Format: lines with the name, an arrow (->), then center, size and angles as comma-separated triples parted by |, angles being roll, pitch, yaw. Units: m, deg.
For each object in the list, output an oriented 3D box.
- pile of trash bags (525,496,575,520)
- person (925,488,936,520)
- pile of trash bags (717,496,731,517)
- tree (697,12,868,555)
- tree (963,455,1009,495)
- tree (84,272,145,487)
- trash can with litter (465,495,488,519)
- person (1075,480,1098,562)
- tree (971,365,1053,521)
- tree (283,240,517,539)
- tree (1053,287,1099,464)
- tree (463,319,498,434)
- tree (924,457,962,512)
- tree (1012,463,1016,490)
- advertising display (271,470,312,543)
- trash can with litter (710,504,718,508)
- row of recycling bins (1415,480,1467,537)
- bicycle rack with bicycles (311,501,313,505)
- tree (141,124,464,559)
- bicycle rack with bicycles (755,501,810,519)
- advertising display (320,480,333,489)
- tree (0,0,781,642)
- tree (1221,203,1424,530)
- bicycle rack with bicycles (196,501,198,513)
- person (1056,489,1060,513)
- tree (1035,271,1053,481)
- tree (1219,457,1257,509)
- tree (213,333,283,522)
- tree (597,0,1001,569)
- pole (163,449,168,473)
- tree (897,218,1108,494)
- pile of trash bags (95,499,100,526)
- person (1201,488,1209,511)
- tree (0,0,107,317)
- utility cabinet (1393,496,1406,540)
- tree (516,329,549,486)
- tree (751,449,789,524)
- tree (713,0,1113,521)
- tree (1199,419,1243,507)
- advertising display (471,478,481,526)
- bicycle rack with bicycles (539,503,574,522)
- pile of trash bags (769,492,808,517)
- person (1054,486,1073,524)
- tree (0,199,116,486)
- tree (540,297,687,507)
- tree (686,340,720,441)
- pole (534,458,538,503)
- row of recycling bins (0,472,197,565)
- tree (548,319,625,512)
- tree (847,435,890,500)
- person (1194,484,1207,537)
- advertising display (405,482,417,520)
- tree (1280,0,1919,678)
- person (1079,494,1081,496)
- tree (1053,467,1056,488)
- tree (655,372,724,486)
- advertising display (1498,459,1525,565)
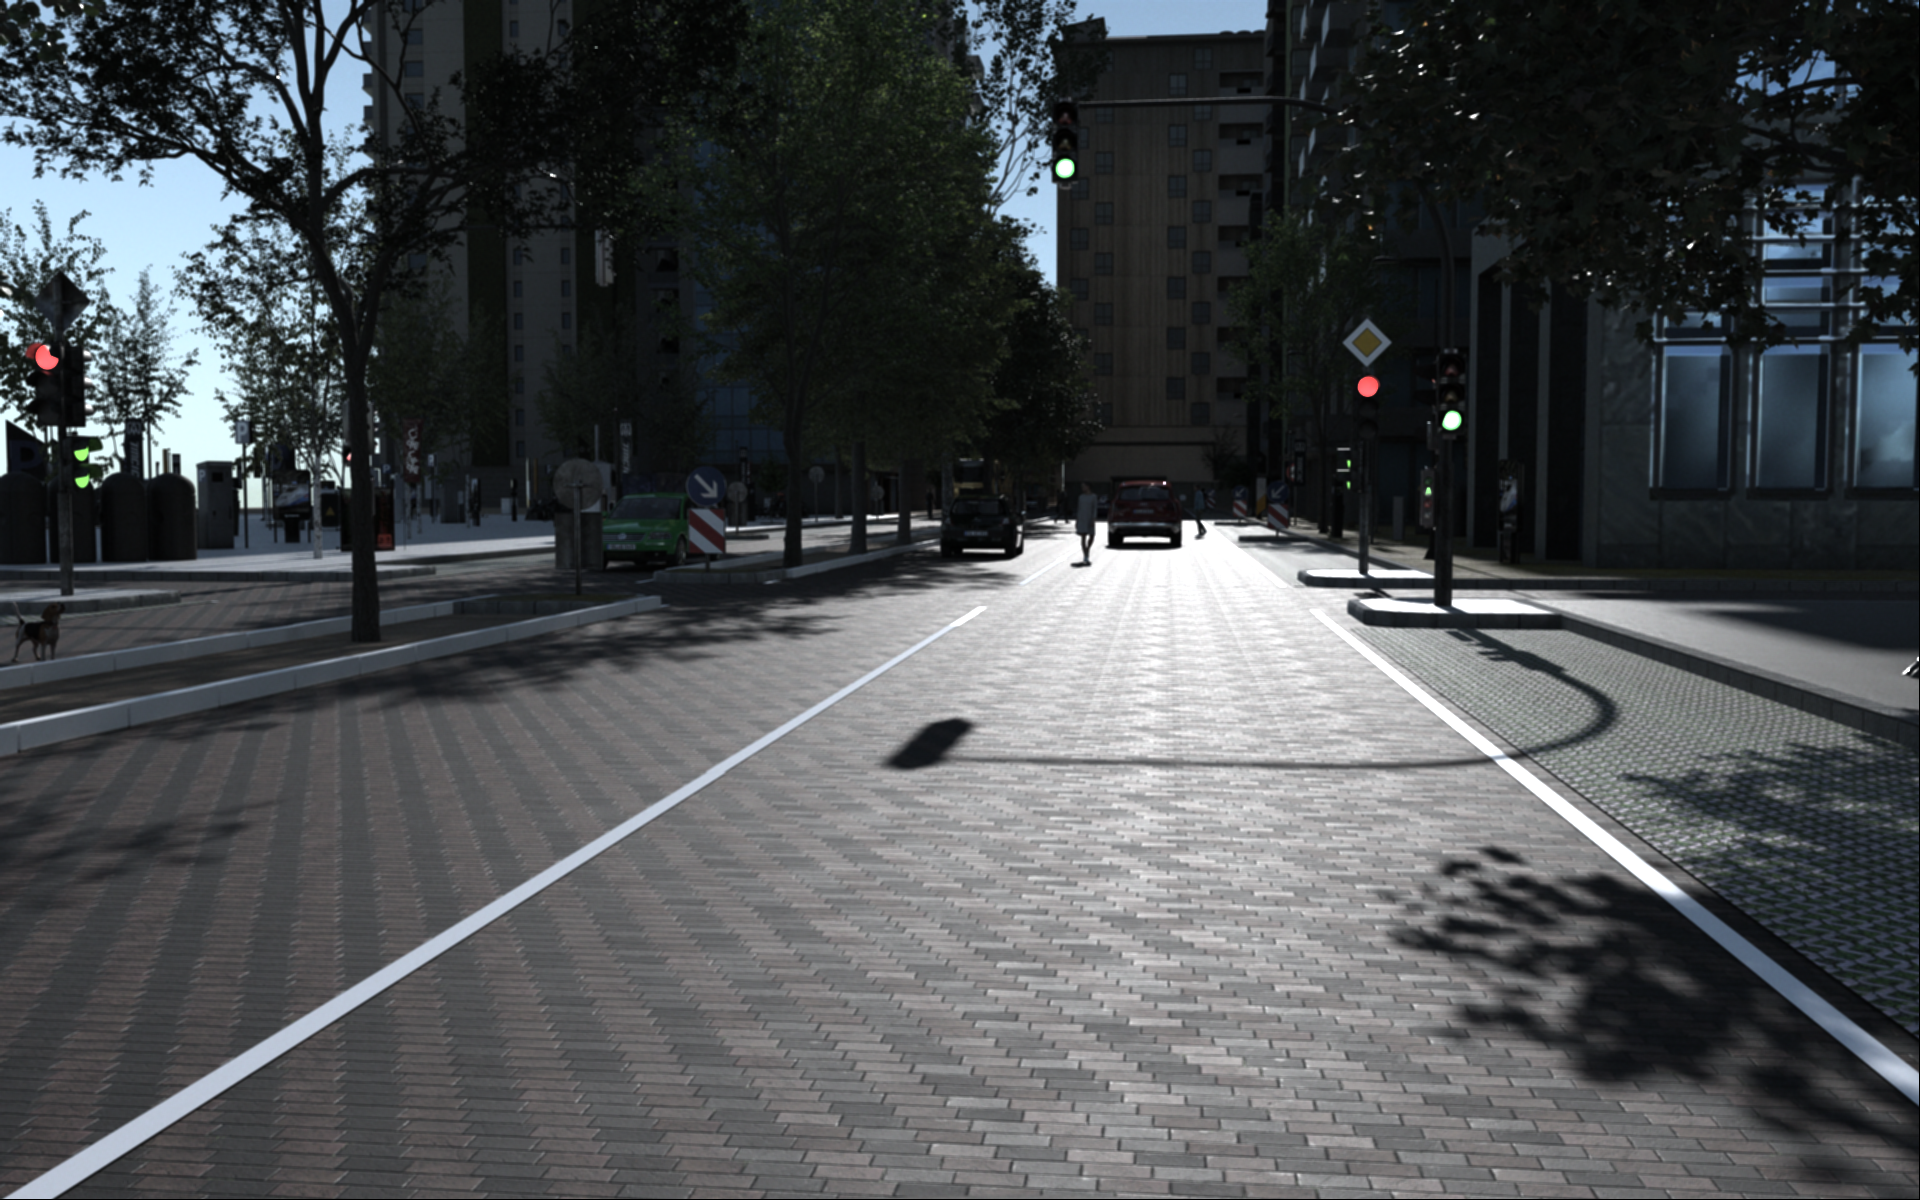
pile of trash bags -> -19.841, -4.629, 85.435 | 1.912, 1.369, 3.447 | 1, 4, 21
person -> -1.664, -5.429, 97.690 | 0.534, 1.772, 0.576 | 2, 4, 27
pile of trash bags -> -13.470, -5.304, 96.480 | 1.912, 1.369, 3.447 | 0, 4, -1
tree -> -2.459, -7.369, 41.062 | 7.486, 12.596, 7.792 | 0, 3, 0
tree -> 1.268, -12.271, 150.988 | 4.360, 8.622, 3.978 | 0, 3, 0
tree -> -26.723, -6.453, 55.876 | 4.360, 8.622, 3.978 | 0, 3, 0
trash can with litter -> -26.807, -5.222, 96.442 | 1.678, 1.210, 2.233 | 1, 4, 9
person -> 2.685, -1.693, 36.930 | 0.466, 1.731, 0.760 | 0, 4, -6
tree -> 1.718, -7.682, 78.428 | 4.737, 8.622, 4.395 | 0, 3, 0
tree -> -16.017, -6.059, 49.431 | 4.737, 8.622, 4.395 | 0, 3, 0
tree -> 2.861, -10.020, 84.416 | 7.486, 12.596, 7.792 | 0, 3, 0
tree -> -17.453, -6.480, 56.304 | 4.360, 8.622, 3.978 | 0, 3, 0
tree -> -0.938, -8.673, 125.514 | 4.285, 4.588, 4.351 | 0, 3, 0
tree -> 3.871, -13.182, 165.882 | 4.360, 8.622, 3.978 | 0, 3, 0
advertising display -> -17.614, -2.474, 45.659 | 0.974, 1.923, 0.123 | -1, 4, -9
trash can with litter -> -9.041, -3.030, 60.920 | 1.055, 1.170, 0.624 | -1, 4, -12
row of recycling bins -> 15.110, -2.852, 53.735 | 1.069, 1.692, 3.534 | 0, 4, -6
bicycle rack with bicycles -> -33.234, -4.745, 90.966 | 2.925, 0.926, 2.852 | 1, 4, 11
tree -> -12.948, -5.129, 34.216 | 4.360, 8.622, 3.978 | 0, 3, 0
bicycle rack with bicycles -> -9.507, -4.628, 89.051 | 2.925, 0.926, 2.852 | 1, 4, 22
advertising display -> -30.140, -4.706, 82.160 | 0.974, 1.923, 0.123 | 0, 4, -6
tree -> -5.683, -4.888, 16.786 | 8.767, 10.594, 7.601 | 0, 4, 7
tree -> 13.020, -8.365, 62.527 | 9.928, 11.665, 9.643 | 0, 3, 0
bicycle rack with bicycles -> -37.835, -4.452, 86.173 | 2.852, 0.926, 2.925 | -3, 4, -36
person -> 7.547, -7.600, 132.846 | 0.705, 1.814, 1.350 | 0, 4, -1
tree -> -1.628, -7.829, 48.588 | 7.486, 12.596, 7.792 | 0, 3, 0
tree -> 24.350, -10.284, 151.859 | 4.285, 4.588, 4.351 | 0, 3, 0
tree -> -31.761, -7.869, 79.028 | 4.737, 8.622, 4.395 | 0, 3, 0
tree -> -3.073, -6.367, 32.311 | 9.928, 11.665, 9.643 | 0, 3, 0
pole -> -35.928, -5.170, 78.379 | 0.158, 3.312, 0.155 | 0, 3, 0
tree -> 1.141, -9.252, 70.730 | 9.611, 12.733, 9.660 | 0, 3, 0
pile of trash bags -> -35.356, -3.653, 69.476 | 1.912, 1.369, 3.447 | 1, 4, 21
person -> 18.604, -7.603, 132.439 | 1.348, 1.869, 0.705 | 3, 4, 37
tree -> -6.935, -5.954, 6.459 | 9.857, 13.997, 8.962 | 0, 3, 0
utility cabinet -> 12.452, -2.319, 49.083 | 0.306, 1.237, 1.020 | 1, 4, 17
tree -> -18.672, -7.050, 65.625 | 4.737, 8.622, 4.395 | 0, 3, 0
tree -> -8.198, -4.870, 74.229 | 1.663, 3.219, 1.824 | 0, 3, 0
tree -> -1.535, -12.306, 59.551 | 12.611, 20.169, 13.585 | 0, 3, 0
tree -> 25.349, -13.338, 168.443 | 4.360, 8.622, 3.978 | 0, 3, 0
advertising display -> -19.334, -3.913, 69.198 | 0.123, 1.923, 0.974 | -2, 4, -30
bicycle rack with bicycles -> -18.032, -4.097, 80.366 | 2.925, 0.926, 2.852 | -1, 4, -21
pile of trash bags -> -9.704, -5.316, 96.666 | 1.912, 1.369, 3.447 | -1, 4, -20
person -> 5.026, -4.635, 84.243 | 0.822, 1.834, 0.622 | 1, 4, 21
tree -> -22.650, -5.638, 42.543 | 4.737, 8.622, 4.395 | 0, 3, 0
tree -> -13.072, -6.972, 64.353 | 4.360, 8.622, 3.978 | 0, 3, 0
tree -> -13.310, -7.928, 79.978 | 4.360, 8.622, 3.978 | 0, 3, 0
pole -> -24.263, -6.436, 99.074 | 0.158, 3.312, 0.155 | 0, 3, 0
row of recycling bins -> -16.247, -1.563, 32.669 | 3.534, 1.692, 1.069 | -3, 5, -44
tree -> -16.288, -7.529, 73.463 | 4.737, 8.622, 4.395 | 0, 3, 0
tree -> -4.941, -9.245, 101.523 | 4.360, 8.622, 3.978 | 0, 3, 0
person -> 8.037, -3.005, 57.977 | 0.444, 1.785, 0.601 | 2, 4, 31
advertising display -> -27.181, -4.914, 85.555 | 0.123, 1.923, 0.974 | 1, 4, 18
tree -> 7.021, -5.790, 11.676 | 9.611, 12.733, 9.660 | 0, 3, 0
person -> 10.117, -8.166, 145.278 | 0.557, 1.426, 1.065 | 1, 4, 17
tree -> 3.414, -8.434, 90.714 | 4.737, 8.622, 4.395 | 0, 3, 0
tree -> -16.155, -9.333, 102.949 | 4.737, 8.622, 4.395 | 0, 3, 0
advertising display -> 10.143, -1.633, 31.908 | 0.123, 1.923, 0.974 | 0, 4, -3
